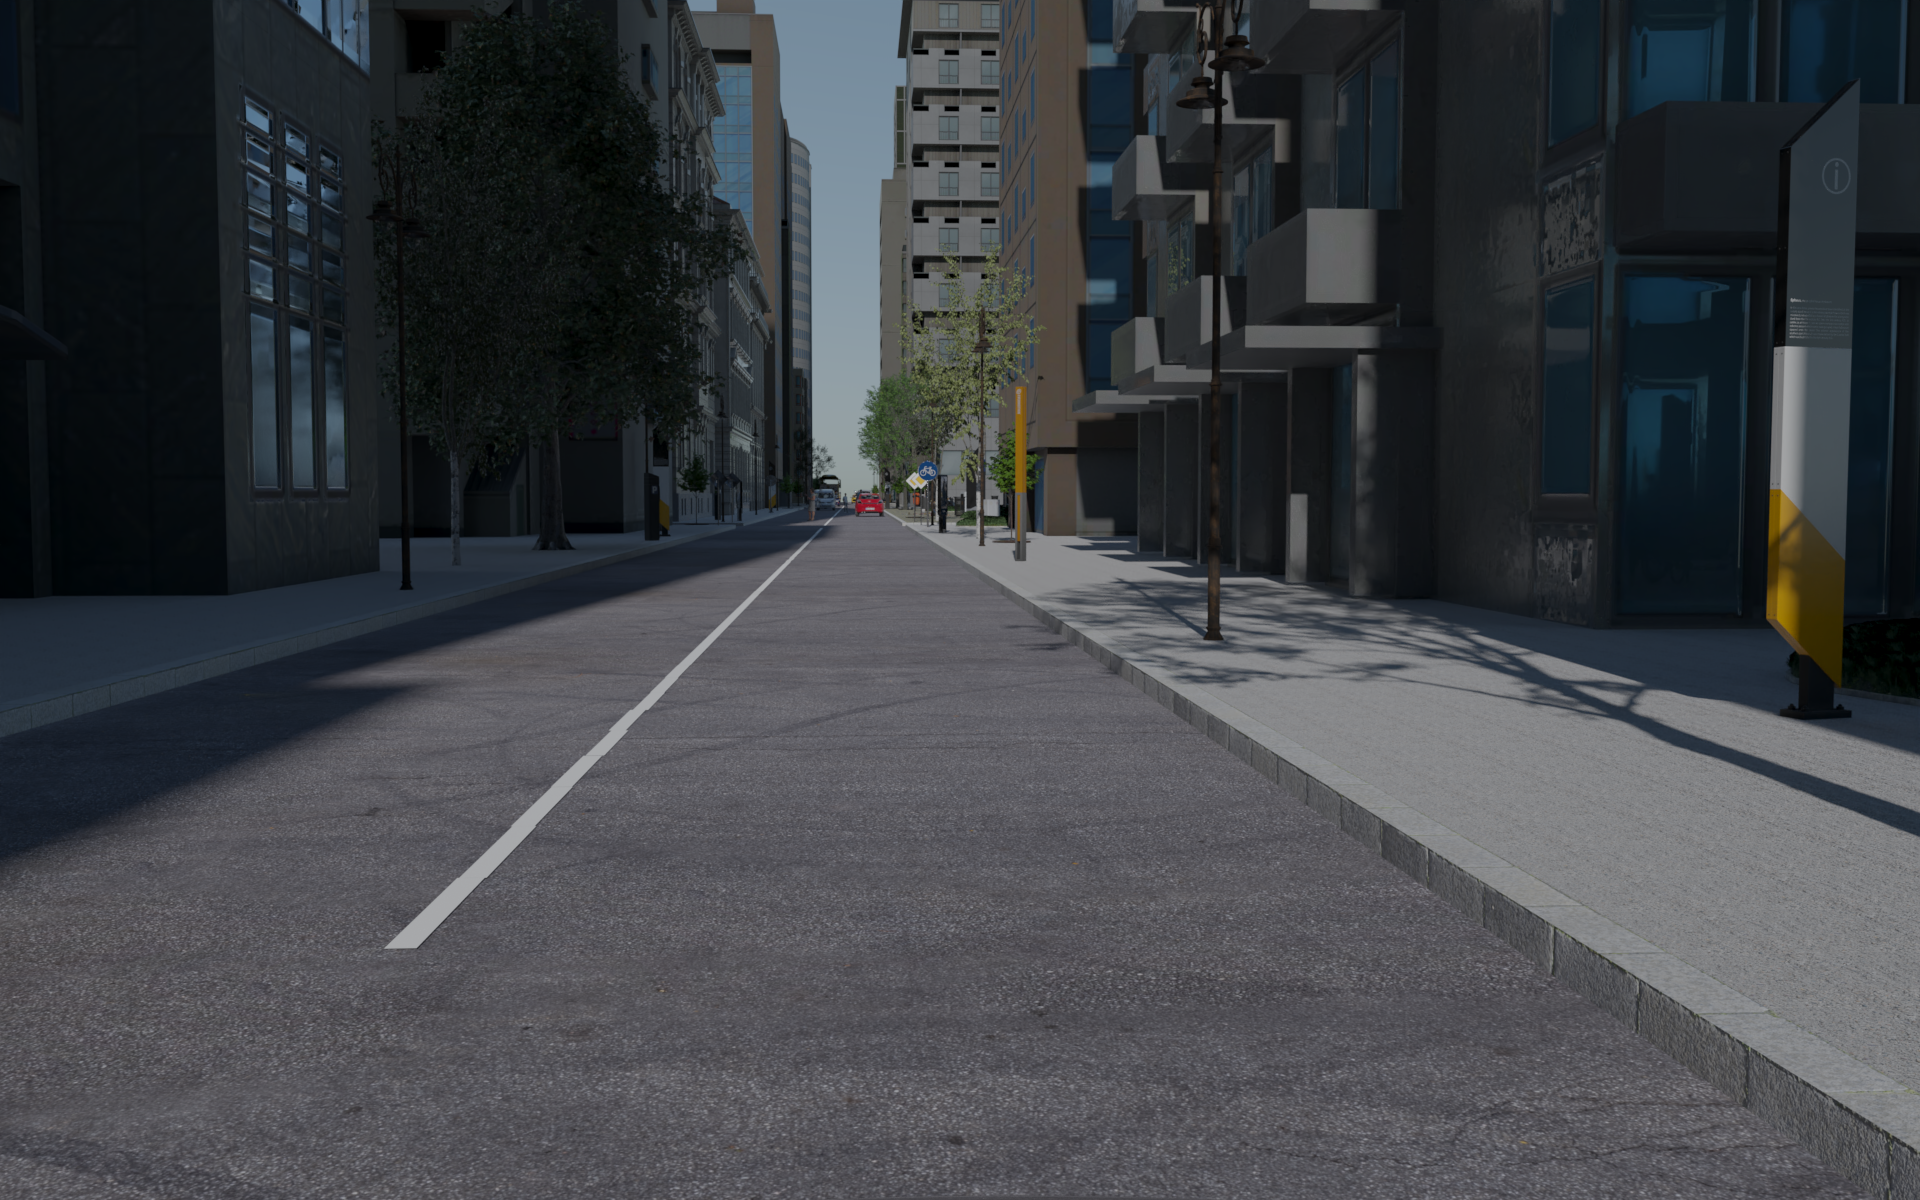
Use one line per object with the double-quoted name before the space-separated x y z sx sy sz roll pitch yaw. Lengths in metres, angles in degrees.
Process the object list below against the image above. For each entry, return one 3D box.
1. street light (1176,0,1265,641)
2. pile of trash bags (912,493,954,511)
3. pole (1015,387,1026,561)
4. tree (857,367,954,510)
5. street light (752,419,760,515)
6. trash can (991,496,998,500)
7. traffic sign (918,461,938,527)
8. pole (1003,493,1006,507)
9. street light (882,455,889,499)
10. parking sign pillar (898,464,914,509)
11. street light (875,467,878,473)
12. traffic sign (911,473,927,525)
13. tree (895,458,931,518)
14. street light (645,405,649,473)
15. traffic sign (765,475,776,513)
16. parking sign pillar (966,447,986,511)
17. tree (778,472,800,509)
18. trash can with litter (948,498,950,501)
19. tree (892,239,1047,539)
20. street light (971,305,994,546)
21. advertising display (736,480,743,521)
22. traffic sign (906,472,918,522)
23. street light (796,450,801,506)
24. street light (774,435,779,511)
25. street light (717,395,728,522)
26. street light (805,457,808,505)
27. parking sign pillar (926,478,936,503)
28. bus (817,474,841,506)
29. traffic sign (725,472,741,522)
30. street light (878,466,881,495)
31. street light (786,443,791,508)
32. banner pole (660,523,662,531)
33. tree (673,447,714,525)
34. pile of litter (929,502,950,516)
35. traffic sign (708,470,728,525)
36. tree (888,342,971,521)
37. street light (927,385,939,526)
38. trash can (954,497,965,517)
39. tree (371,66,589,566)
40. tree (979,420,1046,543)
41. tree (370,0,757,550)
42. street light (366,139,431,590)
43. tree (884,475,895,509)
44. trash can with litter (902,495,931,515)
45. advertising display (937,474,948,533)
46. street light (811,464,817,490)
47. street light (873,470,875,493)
"street light" 2.230 -2.585 15.059 0.468 5.910 1.993 0 4 -3
"pile of trash bags" -1.956 -7.462 131.748 3.447 1.369 1.912 1 4 11
"pole" 1.159 -2.394 32.991 0.158 3.312 0.155 0 3 0
"tree" -4.282 -13.111 140.124 9.928 11.665 9.643 0 3 0
"street light" -12.516 -8.160 106.211 0.468 5.910 1.993 0 4 -3
"trash can" 3.101 -8.734 154.454 0.748 1.137 0.748 0 3 0
"traffic sign" -1.245 -4.090 66.983 0.768 2.556 0.104 0 3 0
"pole" 3.033 -7.593 117.986 0.158 3.312 0.155 0 3 0
"street light" -7.503 -12.474 176.730 0.468 5.910 1.993 0 4 -3
"parking sign pillar" -4.485 -9.652 146.287 1.447 3.967 1.447 0 4 6
"street light" -10.737 -15.753 230.347 0.468 5.910 1.993 0 4 -3
"traffic sign" -1.605 -4.138 71.307 0.795 2.450 0.064 0 4 -3
"tree" -2.396 -6.027 93.136 1.663 3.219 1.824 0 3 0
"street light" -9.002 -4.707 49.739 0.468 5.910 1.993 0 4 -3
"traffic sign" -12.699 -7.095 116.113 0.768 2.556 0.104 0 4 0
"parking sign pillar" 0.885 -6.620 96.715 1.447 3.967 1.447 -2 4 -35
"tree" -15.347 -9.678 152.828 1.663 3.219 1.824 0 3 0
"trash can with litter" -1.138 -6.487 117.448 0.624 1.170 1.055 1 4 22
"tree" 0.298 -6.060 49.439 4.737 8.622 4.395 0 3 0
"street light" 0.541 -4.261 42.452 0.468 5.910 1.993 0 4 -3
"advertising display" -10.509 -4.728 82.518 0.123 1.923 0.974 -1 4 -17
"traffic sign" -2.082 -4.626 79.277 0.795 2.450 0.064 0 4 -3
"street light" -17.049 -12.850 182.883 0.468 5.910 1.993 0 4 -3
"street light" -14.067 -9.813 133.237 0.468 5.910 1.993 0 4 -3
"street light" -10.899 -6.528 79.517 0.468 5.910 1.993 0 4 -3
"street light" -18.585 -14.485 209.615 0.468 5.910 1.993 0 4 -3
"parking sign pillar" -2.725 -10.051 152.801 1.447 3.967 1.447 0 4 2
"bus" -16.534 -13.988 220.252 2.896 3.916 12.252 0 4 -2
"traffic sign" -10.363 -4.597 78.804 0.795 2.450 0.064 0 4 -3
"street light" -9.101 -14.120 203.655 0.468 5.910 1.993 0 4 -3
"street light" -15.441 -11.217 156.189 0.468 5.910 1.993 0 4 -3
"banner pole" -10.206 -4.255 59.583 0.401 3.779 0.863 -3 4 -37
"tree" -10.992 -4.742 72.140 1.663 3.219 1.824 0 3 0
"pile of litter" -1.306 -5.331 101.133 1.176 0.858 1.719 -3 4 -37
"traffic sign" -9.885 -4.110 70.833 0.795 2.450 0.064 0 4 -3
"tree" -1.200 -8.124 83.191 4.360 8.622 3.978 0 3 0
"street light" -1.126 -5.980 70.568 0.468 5.910 1.993 0 4 -3
"trash can" -0.016 -5.341 98.973 0.748 1.137 0.748 0 3 0
"tree" -8.820 -4.927 30.923 4.360 8.622 3.978 0 3 0
"tree" 1.382 -3.115 45.525 1.663 3.219 1.824 0 3 0
"tree" -9.465 -7.502 39.671 9.611 12.733 9.660 0 3 0
"street light" -7.421 -3.074 23.044 0.468 5.910 1.993 0 4 -3
"tree" -5.179 -9.510 150.083 1.663 3.219 1.824 0 3 0
"trash can with litter" -2.543 -5.950 108.333 2.233 1.210 1.678 -1 4 -9
"advertising display" -0.575 -3.181 57.224 0.123 1.923 0.974 1 4 13
"street light" -20.284 -16.250 238.479 0.468 5.910 1.993 0 4 -3
"street light" -12.433 -17.558 259.860 0.468 5.910 1.993 0 4 -3
